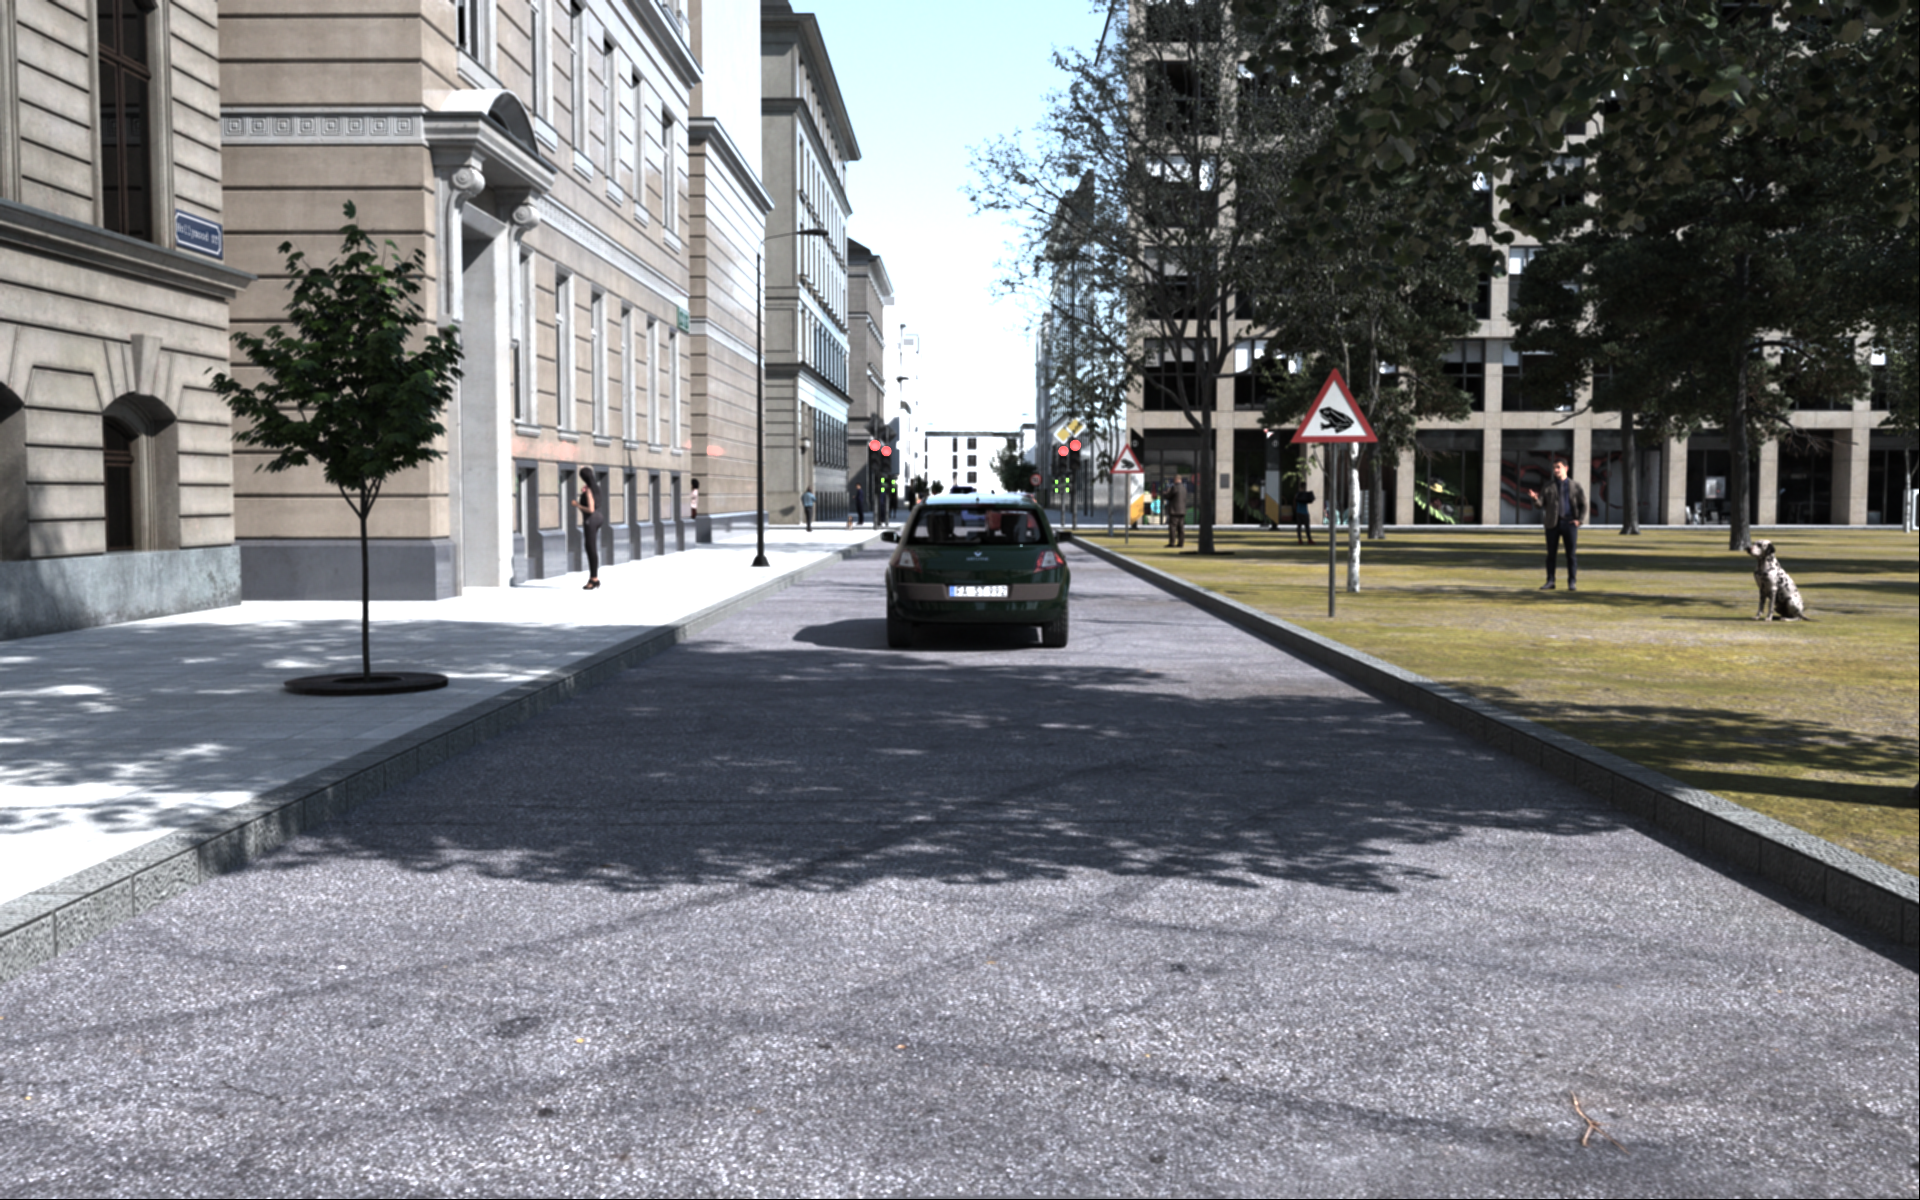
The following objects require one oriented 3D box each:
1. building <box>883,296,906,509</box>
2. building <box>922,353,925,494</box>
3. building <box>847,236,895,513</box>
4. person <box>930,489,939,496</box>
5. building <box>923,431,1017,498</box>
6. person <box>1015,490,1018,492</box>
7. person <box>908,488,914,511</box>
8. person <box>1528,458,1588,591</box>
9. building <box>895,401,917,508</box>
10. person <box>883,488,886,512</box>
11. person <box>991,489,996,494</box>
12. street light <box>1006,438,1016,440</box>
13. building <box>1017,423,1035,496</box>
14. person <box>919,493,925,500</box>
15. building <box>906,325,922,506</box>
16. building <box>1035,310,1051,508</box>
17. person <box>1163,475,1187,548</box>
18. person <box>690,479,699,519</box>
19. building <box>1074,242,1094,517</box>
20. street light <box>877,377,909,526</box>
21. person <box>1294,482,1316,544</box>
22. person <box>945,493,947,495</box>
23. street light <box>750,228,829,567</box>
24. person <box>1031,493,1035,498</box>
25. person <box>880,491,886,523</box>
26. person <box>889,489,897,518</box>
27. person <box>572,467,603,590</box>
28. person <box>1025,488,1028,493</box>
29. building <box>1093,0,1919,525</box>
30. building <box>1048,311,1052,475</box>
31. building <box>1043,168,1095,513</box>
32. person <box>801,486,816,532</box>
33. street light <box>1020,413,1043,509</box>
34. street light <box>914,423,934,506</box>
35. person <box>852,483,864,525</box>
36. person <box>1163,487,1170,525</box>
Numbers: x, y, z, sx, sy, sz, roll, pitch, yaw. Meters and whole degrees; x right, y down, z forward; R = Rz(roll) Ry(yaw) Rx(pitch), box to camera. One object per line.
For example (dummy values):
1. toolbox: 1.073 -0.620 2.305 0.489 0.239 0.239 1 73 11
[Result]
1. building: -13.180 -17.961 150.077 16.016 20.091 11.380 0 4 0
2. building: -10.101 -21.629 210.061 11.380 20.091 16.016 0 4 0
3. building: -10.744 -16.511 120.856 10.553 20.767 40.483 0 4 0
4. person: -2.729 -11.065 186.894 1.348 1.831 0.705 0 4 8
5. building: 4.355 -17.891 234.666 28.070 9.664 9.099 0 4 0
6. person: 5.247 -9.380 159.430 0.705 1.821 1.348 0 3 0
7. person: -3.606 -7.529 129.822 0.565 1.739 0.600 2 4 35
8. person: 7.938 -1.006 23.023 0.617 1.759 0.750 3 4 37
9. building: -9.310 -13.945 170.153 9.099 9.664 28.070 0 4 0
10. person: -4.753 -6.187 107.745 0.434 1.755 0.990 1 4 23
11. person: 2.155 -6.381 113.500 0.621 1.740 0.551 0 4 -3
12. street light: 4.491 -10.482 143.926 1.470 5.913 1.316 0 4 0
13. building: 11.931 -16.049 204.552 9.099 9.664 28.070 0 4 0
14. person: -3.492 -9.403 159.648 0.599 1.838 0.709 -1 4 -19
15. building: -12.588 -20.382 189.667 16.016 20.091 11.380 0 4 0
16. building: 16.512 -18.841 174.512 16.747 18.905 31.486 0 4 0
17. person: 5.162 -2.140 41.717 0.600 1.739 0.565 1 4 18
18. person: -6.516 -2.065 41.268 0.566 1.644 0.517 2 4 29
19. building: 12.584 -15.293 104.789 10.420 20.320 16.860 0 4 0
20. street light: -2.699 -5.882 68.707 1.470 5.913 1.316 0 4 0
21. person: 8.831 -2.221 44.225 0.647 1.594 0.662 3 4 38
22. person: -1.041 -8.050 142.803 0.574 1.496 0.600 2 4 35
23. street light: -2.983 -3.541 30.436 1.470 5.913 1.316 0 4 0
24. person: 6.184 -9.262 157.608 1.348 1.807 0.705 0 4 3
25. person: -3.547 -4.271 76.576 0.504 1.737 0.576 1 4 19
26. person: -3.607 -5.120 91.226 0.593 1.643 0.415 1 4 9
27. person: -5.025 -0.966 23.312 0.415 1.643 0.593 -3 4 -38
28. person: 5.103 -8.032 137.890 0.750 1.759 0.617 1 4 19
29. building: 23.858 -16.832 79.727 34.151 26.468 19.350 0 4 0
30. building: 15.897 -18.117 152.629 16.016 20.091 11.380 0 4 0
31. building: 14.705 -18.085 128.969 16.112 22.955 30.059 0 4 0
32. person: -5.067 -3.043 58.008 0.429 1.552 0.499 -2 4 -31
33. street light: 4.202 -7.789 99.893 1.470 5.913 1.316 0 4 0
34. street light: -2.393 -8.600 113.151 1.470 5.913 1.316 0 4 0
35. person: -4.233 -3.981 71.838 0.504 1.737 0.576 -2 4 -23
36. person: 8.512 -3.815 70.630 0.429 1.552 0.499 1 4 18
